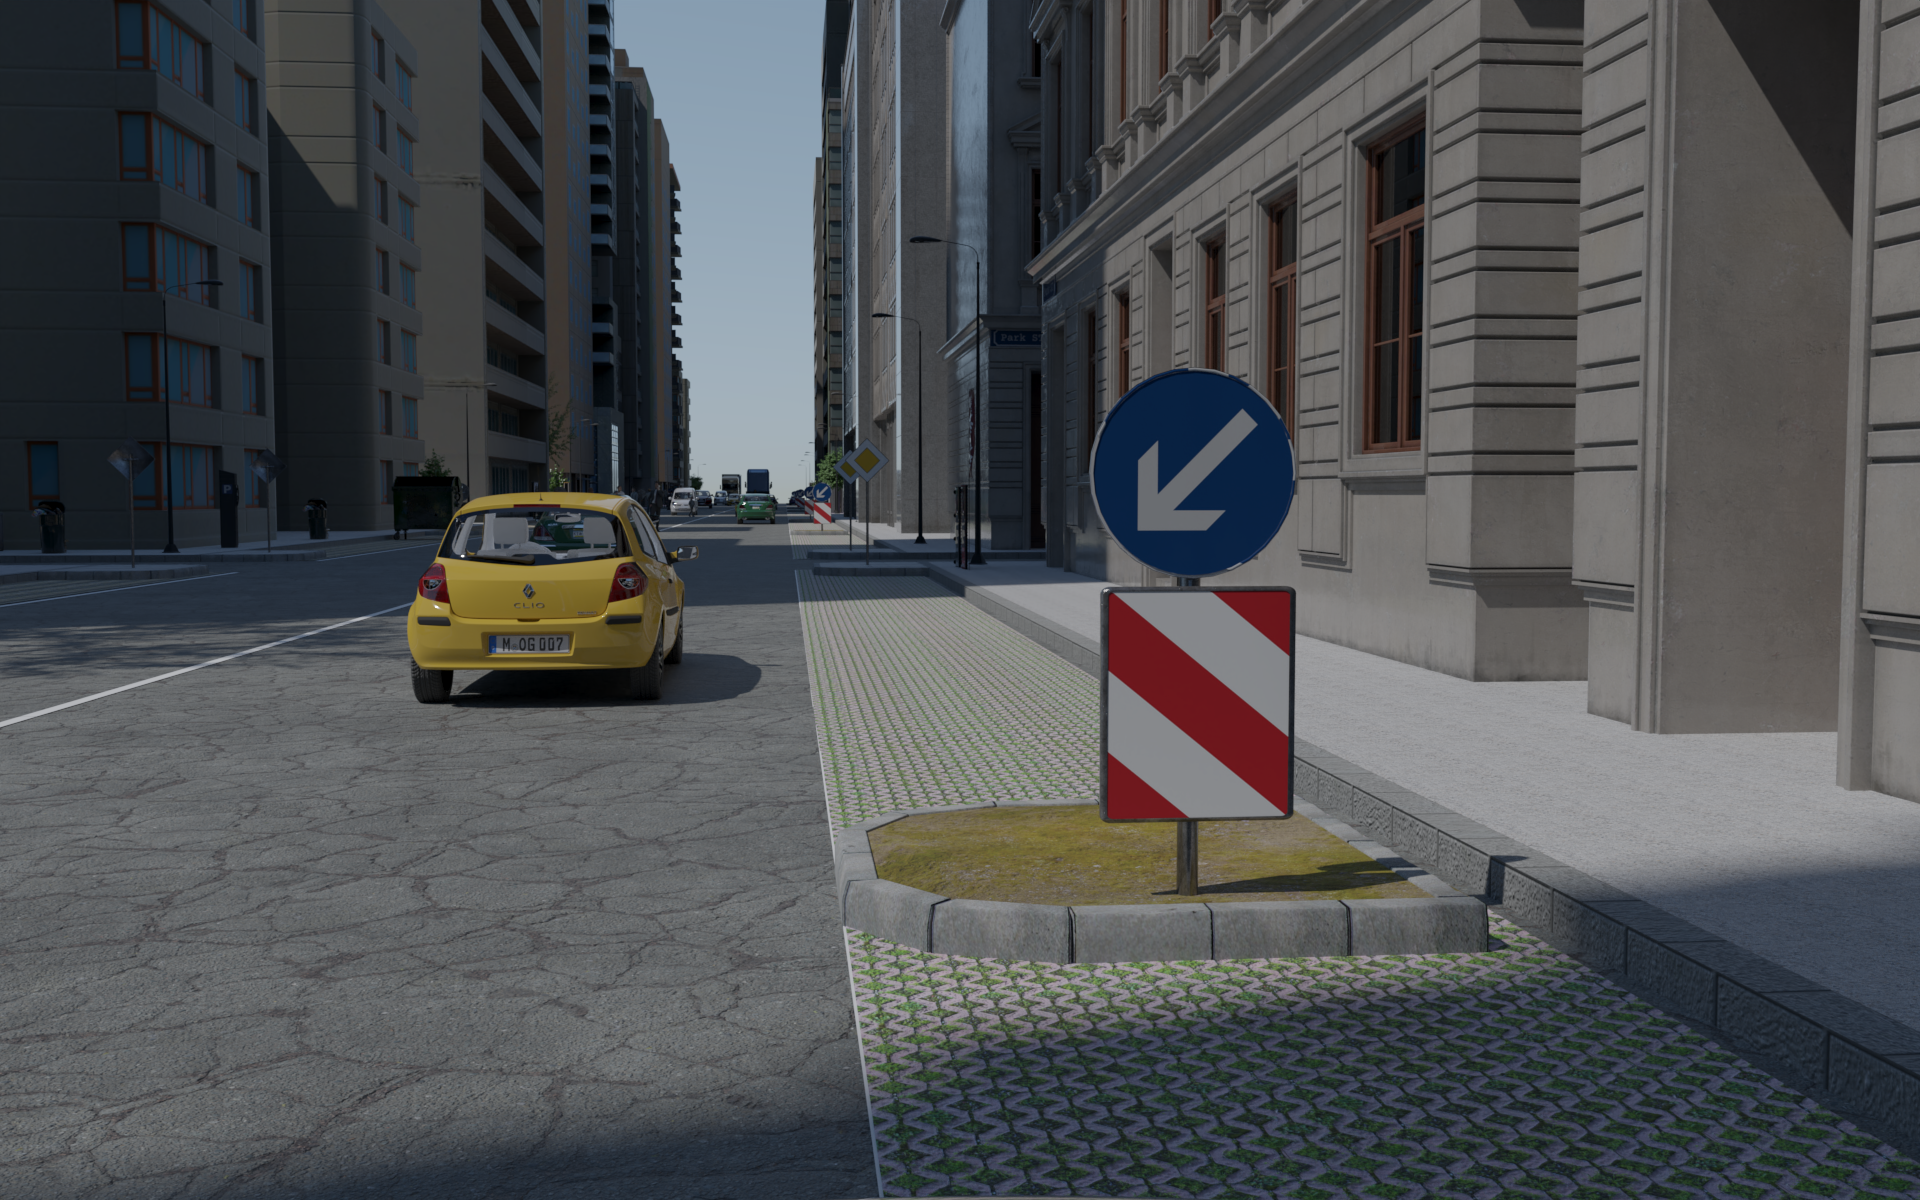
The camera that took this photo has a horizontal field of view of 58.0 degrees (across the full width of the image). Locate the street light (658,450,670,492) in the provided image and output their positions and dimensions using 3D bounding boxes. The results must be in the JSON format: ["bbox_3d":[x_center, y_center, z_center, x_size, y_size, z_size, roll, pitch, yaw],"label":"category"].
[{"bbox_3d":[-31.368,-12.899,183.438,1.470,5.913,1.316,0,4,-6],"label":"street light"}]

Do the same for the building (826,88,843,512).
[{"bbox_3d":[-2.787,-21.751,127.334,14.160,30.474,14.107,0,4,-6],"label":"building"}]

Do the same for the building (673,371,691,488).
[{"bbox_3d":[-53.874,-24.875,251.745,27.650,21.520,28.899,0,4,-6],"label":"building"}]

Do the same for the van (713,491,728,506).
[{"bbox_3d":[-30.144,-12.923,218.306,2.013,2.044,4.112,0,4,-4],"label":"van"}]

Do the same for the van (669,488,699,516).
[{"bbox_3d":[-18.579,-6.710,116.727,2.013,2.044,4.112,0,4,-6],"label":"van"}]

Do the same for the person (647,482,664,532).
[{"bbox_3d":[-11.496,-3.526,65.509,0.648,1.900,0.474,-1,4,-14],"label":"person"}]

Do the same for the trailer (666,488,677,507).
[{"bbox_3d":[-28.347,-10.037,171.161,1.471,1.999,3.904,0,4,-6],"label":"trailer"}]

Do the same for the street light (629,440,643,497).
[{"bbox_3d":[-27.879,-10.788,148.932,1.470,5.913,1.316,0,4,-6],"label":"street light"}]

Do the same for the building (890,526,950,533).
[{"bbox_3d":[3.062,-15.169,66.043,12.078,24.808,19.932,0,4,-6],"label":"building"}]

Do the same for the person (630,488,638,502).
[{"bbox_3d":[-19.881,-5.925,105.477,0.635,1.810,0.391,2,4,28],"label":"person"}]

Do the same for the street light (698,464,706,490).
[{"bbox_3d":[-39.697,-17.964,266.244,1.470,5.913,1.316,0,4,-6],"label":"street light"}]

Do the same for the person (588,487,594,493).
[{"bbox_3d":[-17.814,-4.534,83.226,0.643,1.750,0.593,0,4,4],"label":"person"}]

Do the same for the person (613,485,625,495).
[{"bbox_3d":[-15.863,-4.389,80.359,0.679,1.850,0.850,0,4,-7],"label":"person"}]

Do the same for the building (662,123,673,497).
[{"bbox_3d":[-41.082,-33.738,201.731,14.600,45.320,14.200,0,4,-6],"label":"building"}]

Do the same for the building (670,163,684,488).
[{"bbox_3d":[-47.256,-34.746,222.727,22.147,44.769,28.867,0,4,-6],"label":"building"}]

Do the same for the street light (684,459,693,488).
[{"bbox_3d":[-36.308,-15.852,231.728,1.470,5.913,1.316,0,4,-6],"label":"street light"}]

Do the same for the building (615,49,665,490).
[{"bbox_3d":[-38.810,-32.309,178.360,14.600,45.320,14.200,0,4,-6],"label":"building"}]

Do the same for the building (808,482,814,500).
[{"bbox_3d":[-6.797,-34.886,262.272,32.217,40.220,23.993,0,4,-6],"label":"building"}]

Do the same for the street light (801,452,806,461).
[{"bbox_3d":[-17.500,-14.055,202.342,1.470,5.913,1.316,0,4,-6],"label":"street light"}]

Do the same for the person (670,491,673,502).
[{"bbox_3d":[-25.650,-8.886,154.574,1.217,1.735,0.721,3,5,40],"label":"person"}]

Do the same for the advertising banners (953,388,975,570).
[{"bbox_3d":[0.075,-2.042,29.580,0.090,3.025,2.074,-1,4,-8],"label":"advertising banners"}]

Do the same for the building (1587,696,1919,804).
[{"bbox_3d":[9.577,-10.038,0.276,11.583,22.565,21.152,0,4,-6],"label":"building"}]

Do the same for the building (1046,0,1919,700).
[{"bbox_3d":[7.447,-11.323,21.280,11.583,22.565,21.152,0,4,-6],"label":"building"}]

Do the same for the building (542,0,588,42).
[{"bbox_3d":[-33.230,-28.690,119.192,14.600,45.320,14.200,0,4,-6],"label":"building"}]

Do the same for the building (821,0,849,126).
[{"bbox_3d":[-2.258,-33.136,165.474,21.300,48.544,21.600,0,4,-6],"label":"building"}]

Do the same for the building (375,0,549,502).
[{"bbox_3d":[-32.726,-28.208,84.903,21.300,48.544,21.600,0,4,-6],"label":"building"}]

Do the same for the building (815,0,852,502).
[{"bbox_3d":[-7.841,-47.572,216.049,20.563,71.187,20.611,0,4,-6],"label":"building"}]

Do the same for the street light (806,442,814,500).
[{"bbox_3d":[-12.836,-11.156,154.937,1.470,5.913,1.316,0,4,-6],"label":"street light"}]

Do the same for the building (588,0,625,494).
[{"bbox_3d":[-38.537,-50.621,140.326,22.319,86.520,31.000,0,4,-6],"label":"building"}]

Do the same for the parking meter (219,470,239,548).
[{"bbox_3d":[-17.420,-2.177,41.303,0.399,1.863,0.255,-1,4,-11],"label":"parking meter"}]

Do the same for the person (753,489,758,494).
[{"bbox_3d":[-17.560,-8.574,148.641,1.348,1.831,0.705,-1,4,-16],"label":"person"}]

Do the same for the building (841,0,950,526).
[{"bbox_3d":[0.457,-16.437,86.763,12.078,24.808,19.932,0,4,-6],"label":"building"}]

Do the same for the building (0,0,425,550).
[{"bbox_3d":[-33.462,-12.676,52.297,27.650,21.520,28.899,0,4,-6],"label":"building"}]

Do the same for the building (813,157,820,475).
[{"bbox_3d":[-9.214,-37.558,237.775,21.300,48.544,21.600,0,4,-6],"label":"building"}]

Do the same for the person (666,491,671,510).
[{"bbox_3d":[-25.569,-8.738,152.162,0.445,1.727,0.742,0,4,0],"label":"person"}]

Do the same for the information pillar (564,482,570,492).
[{"bbox_3d":[-24.751,-6.398,109.091,0.304,2.012,0.304,0,4,1],"label":"information pillar"}]

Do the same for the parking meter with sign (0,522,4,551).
[{"bbox_3d":[-22.234,-2.576,38.371,1.738,3.016,0.543,-2,4,-33],"label":"parking meter with sign"}]

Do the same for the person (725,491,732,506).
[{"bbox_3d":[-28.289,-12.491,212.804,1.350,1.814,0.705,-3,5,-40],"label":"person"}]

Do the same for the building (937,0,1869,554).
[{"bbox_3d":[9.902,-12.769,44.923,21.152,22.565,11.583,0,4,-6],"label":"building"}]

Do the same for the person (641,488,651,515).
[{"bbox_3d":[-21.154,-6.695,118.050,1.350,1.814,0.705,1,4,13],"label":"person"}]

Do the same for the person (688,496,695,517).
[{"bbox_3d":[-16.825,-5.865,108.667,0.640,1.303,0.475,2,4,34],"label":"person"}]

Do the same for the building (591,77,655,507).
[{"bbox_3d":[-36.773,-29.413,164.502,14.154,41.232,14.086,0,4,-6],"label":"building"}]
